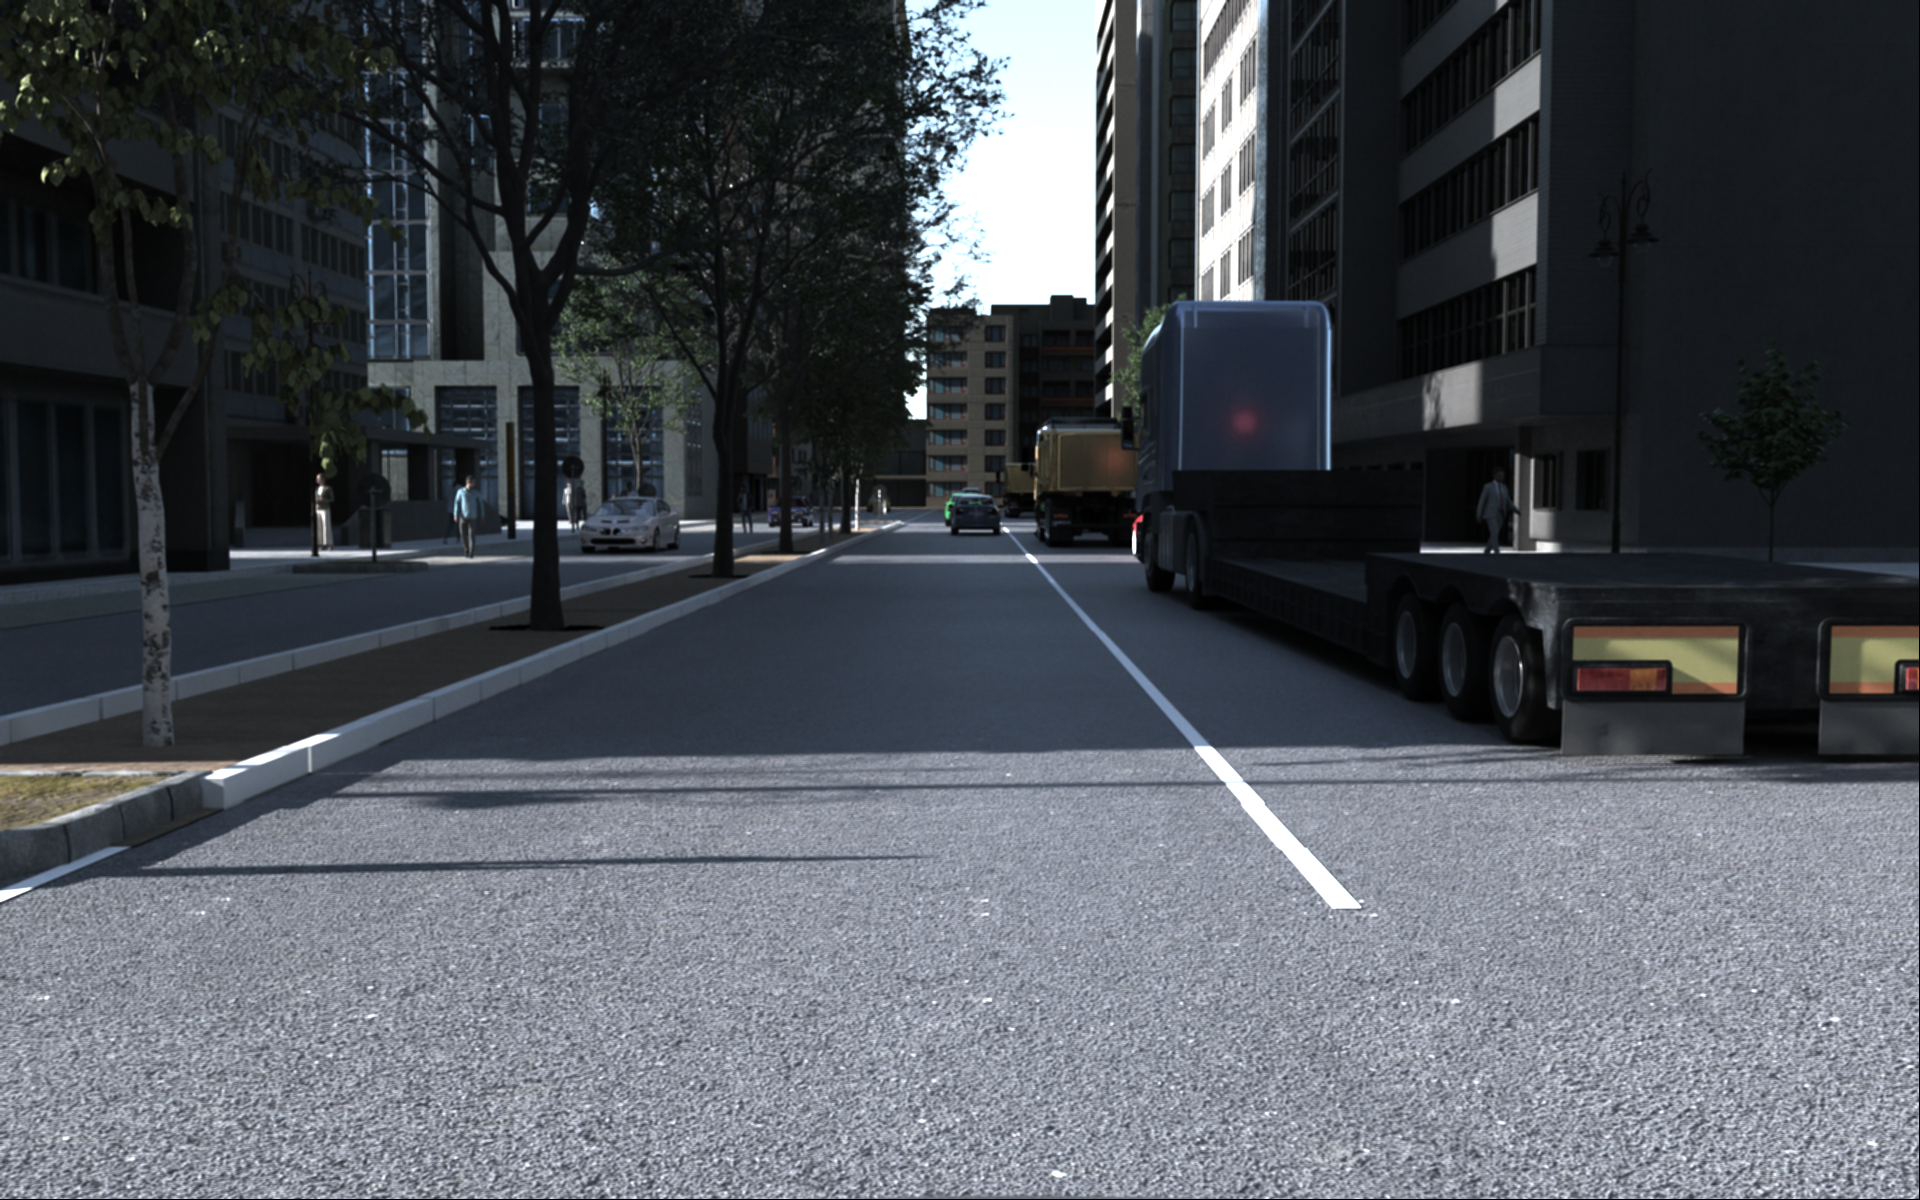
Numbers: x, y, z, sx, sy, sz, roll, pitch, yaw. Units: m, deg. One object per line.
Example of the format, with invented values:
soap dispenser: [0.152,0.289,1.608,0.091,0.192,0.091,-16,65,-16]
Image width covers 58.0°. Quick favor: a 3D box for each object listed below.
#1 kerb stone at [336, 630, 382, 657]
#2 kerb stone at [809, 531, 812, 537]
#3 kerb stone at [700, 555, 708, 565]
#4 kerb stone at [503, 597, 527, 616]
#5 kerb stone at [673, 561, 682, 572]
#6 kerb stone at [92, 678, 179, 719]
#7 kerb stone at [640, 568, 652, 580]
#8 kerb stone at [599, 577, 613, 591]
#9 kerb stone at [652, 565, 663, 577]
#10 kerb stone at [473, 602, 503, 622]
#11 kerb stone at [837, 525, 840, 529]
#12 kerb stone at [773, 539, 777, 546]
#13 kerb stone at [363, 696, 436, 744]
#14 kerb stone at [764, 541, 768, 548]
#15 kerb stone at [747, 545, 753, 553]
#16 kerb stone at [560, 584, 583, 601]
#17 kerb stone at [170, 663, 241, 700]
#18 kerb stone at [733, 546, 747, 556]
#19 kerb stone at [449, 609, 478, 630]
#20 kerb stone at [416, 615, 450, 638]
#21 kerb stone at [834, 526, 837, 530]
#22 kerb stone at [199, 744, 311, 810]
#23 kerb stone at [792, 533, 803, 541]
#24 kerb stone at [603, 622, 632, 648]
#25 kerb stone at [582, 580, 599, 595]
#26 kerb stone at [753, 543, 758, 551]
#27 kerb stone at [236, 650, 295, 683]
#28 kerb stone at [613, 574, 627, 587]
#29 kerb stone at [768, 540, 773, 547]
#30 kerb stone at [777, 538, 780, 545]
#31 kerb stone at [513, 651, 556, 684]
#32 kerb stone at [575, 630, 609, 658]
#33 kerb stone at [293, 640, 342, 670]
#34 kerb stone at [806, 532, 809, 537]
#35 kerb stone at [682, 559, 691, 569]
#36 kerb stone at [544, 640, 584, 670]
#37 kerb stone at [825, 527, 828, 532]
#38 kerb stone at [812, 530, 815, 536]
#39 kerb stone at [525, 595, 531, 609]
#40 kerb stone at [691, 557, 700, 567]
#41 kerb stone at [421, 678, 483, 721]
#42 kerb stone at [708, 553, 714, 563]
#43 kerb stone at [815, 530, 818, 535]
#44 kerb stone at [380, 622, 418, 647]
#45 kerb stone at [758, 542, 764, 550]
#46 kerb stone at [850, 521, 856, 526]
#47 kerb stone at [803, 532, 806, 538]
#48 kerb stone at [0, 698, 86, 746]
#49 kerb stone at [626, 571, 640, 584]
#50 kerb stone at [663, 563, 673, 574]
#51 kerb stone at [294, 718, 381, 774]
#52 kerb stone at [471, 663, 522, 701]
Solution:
kerb stone: [-5.439,0.408,15.525,0.120,0.150,1.000,0,4,0]
kerb stone: [-5.103,-2.161,57.523,0.120,0.150,1.000,0,4,0]
kerb stone: [-5.284,-0.780,34.987,0.120,0.150,1.000,0,4,0]
kerb stone: [-5.385,0.095,20.647,0.120,0.150,1.000,0,4,0]
kerb stone: [-5.307,-0.594,31.905,0.120,0.150,1.000,0,4,0]
kerb stone: [-5.466,0.658,11.435,0.120,0.150,1.000,0,4,0]
kerb stone: [-5.319,-0.403,28.831,0.120,0.150,1.000,0,4,0]
kerb stone: [-5.357,-0.217,25.764,0.120,0.150,1.000,0,4,0]
kerb stone: [-5.320,-0.469,29.856,0.120,0.150,1.000,0,4,0]
kerb stone: [-5.399,0.157,19.623,0.120,0.150,1.000,0,4,0]
kerb stone: [-4.991,-2.969,70.830,0.120,0.150,1.000,0,4,0]
kerb stone: [-5.187,-1.530,47.268,0.120,0.150,1.000,0,4,0]
kerb stone: [-3.378,0.727,10.394,0.120,0.150,1.000,0,4,0]
kerb stone: [-5.202,-1.408,45.222,0.120,0.150,1.000,0,4,0]
kerb stone: [-5.218,-1.219,42.155,0.120,0.150,1.000,0,4,0]
kerb stone: [-5.372,-0.093,23.713,0.120,0.150,1.000,0,4,0]
kerb stone: [-5.460,0.596,12.458,0.120,0.150,1.000,0,4,0]
kerb stone: [-5.232,-1.153,41.124,0.120,0.150,1.000,0,4,0]
kerb stone: [-5.407,0.227,18.601,0.120,0.150,1.000,0,4,0]
kerb stone: [-5.417,0.282,17.579,0.120,0.150,1.000,0,4,0]
kerb stone: [-5.024,-2.785,67.759,0.120,0.150,1.000,0,4,0]
kerb stone: [-3.391,0.851,8.344,0.120,0.150,1.000,0,4,0]
kerb stone: [-5.124,-1.969,54.448,0.120,0.150,1.000,0,4,0]
kerb stone: [-3.324,0.345,16.555,0.120,0.150,1.000,0,4,0]
kerb stone: [-5.364,-0.155,24.742,0.120,0.150,1.000,0,4,0]
kerb stone: [-5.214,-1.283,43.177,0.120,0.150,1.000,0,4,0]
kerb stone: [-5.453,0.533,13.481,0.120,0.150,1.000,0,4,0]
kerb stone: [-5.350,-0.279,26.786,0.120,0.150,1.000,0,4,0]
kerb stone: [-5.189,-1.465,46.246,0.120,0.150,1.000,0,4,0]
kerb stone: [-5.180,-1.593,48.307,0.120,0.150,1.000,0,4,0]
kerb stone: [-3.348,0.536,13.477,0.120,0.150,1.000,0,4,0]
kerb stone: [-3.337,0.408,15.527,0.120,0.150,1.000,0,4,0]
kerb stone: [-5.439,0.471,14.503,0.120,0.150,1.000,0,4,0]
kerb stone: [-5.100,-2.098,56.500,0.120,0.150,1.000,0,4,0]
kerb stone: [-5.299,-0.653,32.932,0.120,0.150,1.000,0,4,0]
kerb stone: [-3.346,0.471,14.505,0.120,0.150,1.000,0,4,0]
kerb stone: [-5.046,-2.526,63.665,0.120,0.150,1.000,0,4,0]
kerb stone: [-5.099,-2.223,58.546,0.120,0.150,1.000,0,4,0]
kerb stone: [-5.390,0.033,21.669,0.120,0.150,1.000,0,4,0]
kerb stone: [-5.290,-0.720,33.962,0.120,0.150,1.000,0,4,0]
kerb stone: [-3.368,0.659,11.422,0.120,0.150,1.000,0,4,0]
kerb stone: [-5.271,-0.845,36.011,0.120,0.150,1.000,0,4,0]
kerb stone: [-5.087,-2.284,59.574,0.120,0.150,1.000,0,4,0]
kerb stone: [-5.427,0.345,16.556,0.120,0.150,1.000,0,4,0]
kerb stone: [-5.200,-1.346,44.199,0.120,0.150,1.000,0,4,0]
kerb stone: [-4.919,-3.600,81.063,0.120,0.150,1.000,0,4,0]
kerb stone: [-5.117,-2.034,55.470,0.120,0.150,1.000,0,4,0]
kerb stone: [-5.480,0.723,10.399,0.120,0.150,1.000,0,4,0]
kerb stone: [-5.330,-0.343,27.808,0.120,0.150,1.000,0,4,0]
kerb stone: [-5.308,-0.526,30.883,0.120,0.150,1.000,0,4,0]
kerb stone: [-3.377,0.790,9.366,0.120,0.150,1.000,0,4,0]
kerb stone: [-3.359,0.597,12.453,0.120,0.150,1.000,0,4,0]
